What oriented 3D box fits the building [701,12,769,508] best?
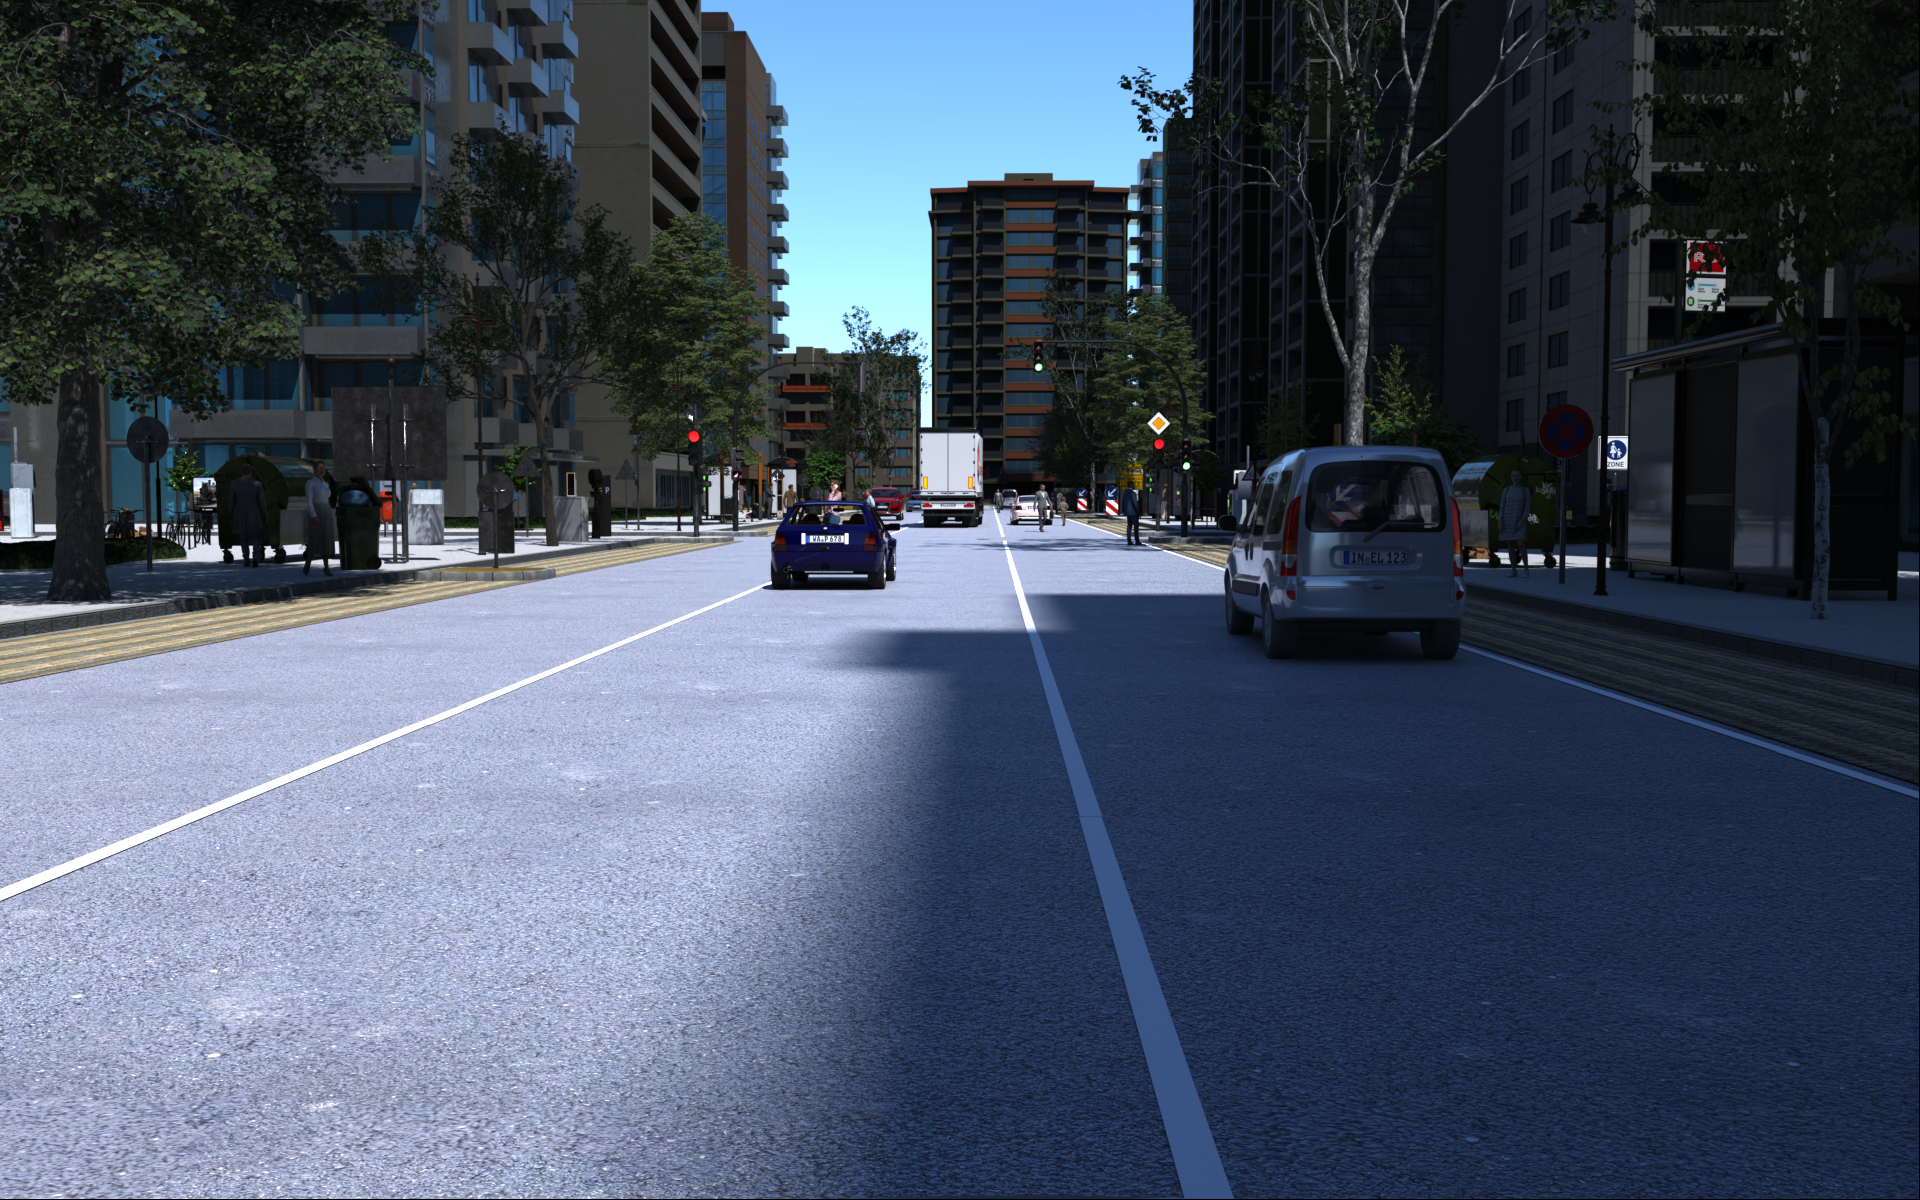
[{"bbox_3d":[-26.238,-31.544,165.850,14.600,45.320,14.200,0,4,1],"label":"building"}]

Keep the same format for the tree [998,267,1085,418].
[{"bbox_3d":[9.932,-17.721,145.630,12.611,20.169,13.585,0,3,0],"label":"tree"}]

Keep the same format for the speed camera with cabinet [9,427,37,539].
[{"bbox_3d":[-27.420,-3.445,50.661,0.660,3.252,2.038,-2,4,-25],"label":"speed camera with cabinet"}]

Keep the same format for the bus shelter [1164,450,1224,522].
[{"bbox_3d":[11.012,-5.360,81.559,2.014,3.302,5.546,0,4,1],"label":"bus shelter"}]

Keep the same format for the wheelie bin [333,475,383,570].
[{"bbox_3d":[-10.222,-1.315,29.414,0.693,1.594,0.980,-3,4,-36],"label":"wheelie bin"}]

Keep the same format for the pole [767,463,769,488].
[{"bbox_3d":[-12.634,-7.373,114.384,0.158,3.312,0.155,0,3,0],"label":"pole"}]

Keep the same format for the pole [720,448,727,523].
[{"bbox_3d":[-10.544,-5.072,76.769,0.158,3.312,0.155,0,3,0],"label":"pole"}]

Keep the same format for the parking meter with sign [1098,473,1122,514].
[{"bbox_3d":[10.642,-7.735,122.722,1.738,3.016,0.543,-1,4,-11],"label":"parking meter with sign"}]

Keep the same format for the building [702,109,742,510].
[{"bbox_3d":[-35.502,-27.832,146.938,32.217,40.220,23.993,0,4,1],"label":"building"}]

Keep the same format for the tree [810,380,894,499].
[{"bbox_3d":[-8.892,-12.728,142.519,7.601,10.594,8.767,0,4,0],"label":"tree"}]

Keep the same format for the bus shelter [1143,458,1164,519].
[{"bbox_3d":[10.582,-5.776,88.355,2.014,3.302,5.546,0,4,1],"label":"bus shelter"}]

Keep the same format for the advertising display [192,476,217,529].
[{"bbox_3d":[-27.532,-3.554,63.329,0.974,1.923,0.123,0,4,-6],"label":"advertising display"}]

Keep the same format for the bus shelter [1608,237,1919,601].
[{"bbox_3d":[10.994,-2.890,24.888,2.179,5.291,8.768,0,4,1],"label":"bus shelter"}]

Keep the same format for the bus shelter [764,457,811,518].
[{"bbox_3d":[-9.547,-6.266,96.374,2.014,3.302,5.546,0,4,1],"label":"bus shelter"}]

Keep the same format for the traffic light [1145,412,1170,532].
[{"bbox_3d":[6.762,-4.301,59.237,0.839,4.253,0.868,0,4,1],"label":"traffic light"}]

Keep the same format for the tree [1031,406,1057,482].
[{"bbox_3d":[12.364,-17.809,209.310,7.486,12.596,7.792,0,3,0],"label":"tree"}]

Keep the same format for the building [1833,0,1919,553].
[{"bbox_3d":[30.535,-24.728,28.013,21.300,48.544,21.600,0,4,1],"label":"building"}]

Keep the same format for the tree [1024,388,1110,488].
[{"bbox_3d":[12.405,-17.561,197.495,12.009,13.543,11.850,0,3,0],"label":"tree"}]

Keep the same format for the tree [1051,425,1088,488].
[{"bbox_3d":[11.482,-13.917,177.899,4.737,8.622,4.395,0,3,0],"label":"tree"}]

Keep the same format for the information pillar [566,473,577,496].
[{"bbox_3d":[-13.259,-3.344,59.168,0.304,2.012,0.304,0,4,-4],"label":"information pillar"}]

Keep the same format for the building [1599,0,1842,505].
[{"bbox_3d":[37.696,-39.057,76.834,20.611,71.187,20.563,0,4,1],"label":"building"}]

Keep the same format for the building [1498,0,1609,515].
[{"bbox_3d":[31.735,-41.840,122.332,20.563,71.187,20.611,0,4,1],"label":"building"}]

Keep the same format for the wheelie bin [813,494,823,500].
[{"bbox_3d":[-10.436,-7.244,126.345,0.980,1.594,0.693,0,4,-1],"label":"wheelie bin"}]

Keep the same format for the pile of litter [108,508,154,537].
[{"bbox_3d":[-24.561,-2.295,51.485,1.176,0.858,1.719,3,5,42],"label":"pile of litter"}]

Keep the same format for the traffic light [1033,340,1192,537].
[{"bbox_3d":[4.532,-4.678,51.148,4.771,5.953,1.251,0,4,1],"label":"traffic light"}]

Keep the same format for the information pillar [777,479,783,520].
[{"bbox_3d":[-8.988,-5.009,86.384,0.304,2.012,0.304,0,4,-5],"label":"information pillar"}]

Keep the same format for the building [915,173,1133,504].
[{"bbox_3d":[8.668,-35.746,239.068,28.867,44.769,22.147,0,4,1],"label":"building"}]

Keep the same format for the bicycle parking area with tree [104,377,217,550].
[{"bbox_3d":[-22.063,-3.325,41.361,8.231,4.147,9.016,0,4,-6],"label":"bicycle parking area with tree"}]

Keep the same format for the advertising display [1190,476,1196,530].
[{"bbox_3d":[8.370,-3.489,62.260,0.123,1.923,0.974,0,4,2],"label":"advertising display"}]

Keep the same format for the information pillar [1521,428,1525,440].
[{"bbox_3d":[19.849,-4.270,61.168,0.183,3.616,0.504,1,4,8],"label":"information pillar"}]

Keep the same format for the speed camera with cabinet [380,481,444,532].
[{"bbox_3d":[-18.825,-3.985,59.488,2.038,3.252,0.660,-1,4,-9],"label":"speed camera with cabinet"}]

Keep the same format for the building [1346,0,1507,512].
[{"bbox_3d":[28.512,-19.854,96.314,14.160,30.474,14.107,0,4,1],"label":"building"}]

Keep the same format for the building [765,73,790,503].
[{"bbox_3d":[-34.247,-34.742,187.647,30.456,49.044,23.786,0,4,1],"label":"building"}]

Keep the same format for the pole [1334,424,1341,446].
[{"bbox_3d":[10.941,-3.452,50.280,0.158,3.312,0.155,0,3,0],"label":"pole"}]

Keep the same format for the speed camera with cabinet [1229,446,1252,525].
[{"bbox_3d":[11.584,-4.728,71.645,0.660,3.252,2.038,0,4,-1],"label":"speed camera with cabinet"}]

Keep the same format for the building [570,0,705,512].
[{"bbox_3d":[-30.715,-30.572,123.553,21.300,48.544,21.600,0,4,1],"label":"building"}]

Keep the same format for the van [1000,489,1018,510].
[{"bbox_3d":[4.441,-9.107,155.909,2.013,2.044,4.112,0,4,1],"label":"van"}]

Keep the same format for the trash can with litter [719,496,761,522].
[{"bbox_3d":[-10.155,-4.180,79.404,2.233,1.210,1.678,-1,4,-22],"label":"trash can with litter"}]

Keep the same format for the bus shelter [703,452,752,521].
[{"bbox_3d":[-11.545,-5.660,86.470,2.014,3.302,5.546,0,4,1],"label":"bus shelter"}]

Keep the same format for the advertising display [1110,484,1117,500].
[{"bbox_3d":[9.486,-6.239,107.225,0.123,1.923,0.974,-1,4,-16],"label":"advertising display"}]

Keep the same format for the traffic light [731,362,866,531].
[{"bbox_3d":[-5.605,-5.187,59.468,4.771,5.953,1.251,0,4,1],"label":"traffic light"}]

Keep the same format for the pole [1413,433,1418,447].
[{"bbox_3d":[15.272,-3.937,58.208,0.158,3.312,0.155,0,3,0],"label":"pole"}]

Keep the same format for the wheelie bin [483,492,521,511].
[{"bbox_3d":[-11.581,-2.194,43.776,0.980,1.594,0.693,-1,4,-13],"label":"wheelie bin"}]

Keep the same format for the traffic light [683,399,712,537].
[{"bbox_3d":[-7.835,-3.827,51.485,0.839,4.253,0.868,0,4,1],"label":"traffic light"}]

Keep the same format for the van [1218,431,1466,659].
[{"bbox_3d":[3.531,-0.576,16.429,2.013,2.044,4.112,0,4,2],"label":"van"}]

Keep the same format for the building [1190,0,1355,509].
[{"bbox_3d":[32.374,-44.934,172.927,20.563,71.187,20.611,0,4,1],"label":"building"}]

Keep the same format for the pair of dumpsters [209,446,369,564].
[{"bbox_3d":[-12.966,-1.908,33.689,1.574,2.255,4.437,0,4,1],"label":"pair of dumpsters"}]

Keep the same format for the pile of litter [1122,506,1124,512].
[{"bbox_3d":[11.545,-6.833,125.678,1.719,0.858,1.176,-1,4,-13],"label":"pile of litter"}]

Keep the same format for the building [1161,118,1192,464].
[{"bbox_3d":[29.132,-31.058,191.385,14.154,41.232,14.086,0,4,1],"label":"building"}]

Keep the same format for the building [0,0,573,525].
[{"bbox_3d":[-31.582,-28.427,84.391,23.786,49.044,30.456,0,4,1],"label":"building"}]

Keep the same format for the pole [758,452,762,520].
[{"bbox_3d":[-9.771,-5.552,84.623,0.158,3.312,0.155,0,3,0],"label":"pole"}]

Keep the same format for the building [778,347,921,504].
[{"bbox_3d":[-20.452,-24.343,243.050,28.899,21.520,27.650,0,4,1],"label":"building"}]

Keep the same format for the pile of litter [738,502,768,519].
[{"bbox_3d":[-10.730,-4.692,90.679,1.719,0.858,1.176,1,4,12],"label":"pile of litter"}]

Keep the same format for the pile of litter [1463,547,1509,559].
[{"bbox_3d":[10.132,-1.261,34.583,1.176,0.858,1.719,-2,4,-23],"label":"pile of litter"}]

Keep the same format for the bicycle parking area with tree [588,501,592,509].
[{"bbox_3d":[-27.316,-7.450,108.816,8.231,4.147,9.016,0,4,7],"label":"bicycle parking area with tree"}]

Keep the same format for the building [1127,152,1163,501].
[{"bbox_3d":[38.340,-37.903,239.320,30.456,49.044,23.786,0,4,1],"label":"building"}]

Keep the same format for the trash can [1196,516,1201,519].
[{"bbox_3d":[12.146,-4.724,88.883,0.748,1.137,0.748,0,3,0],"label":"trash can"}]
